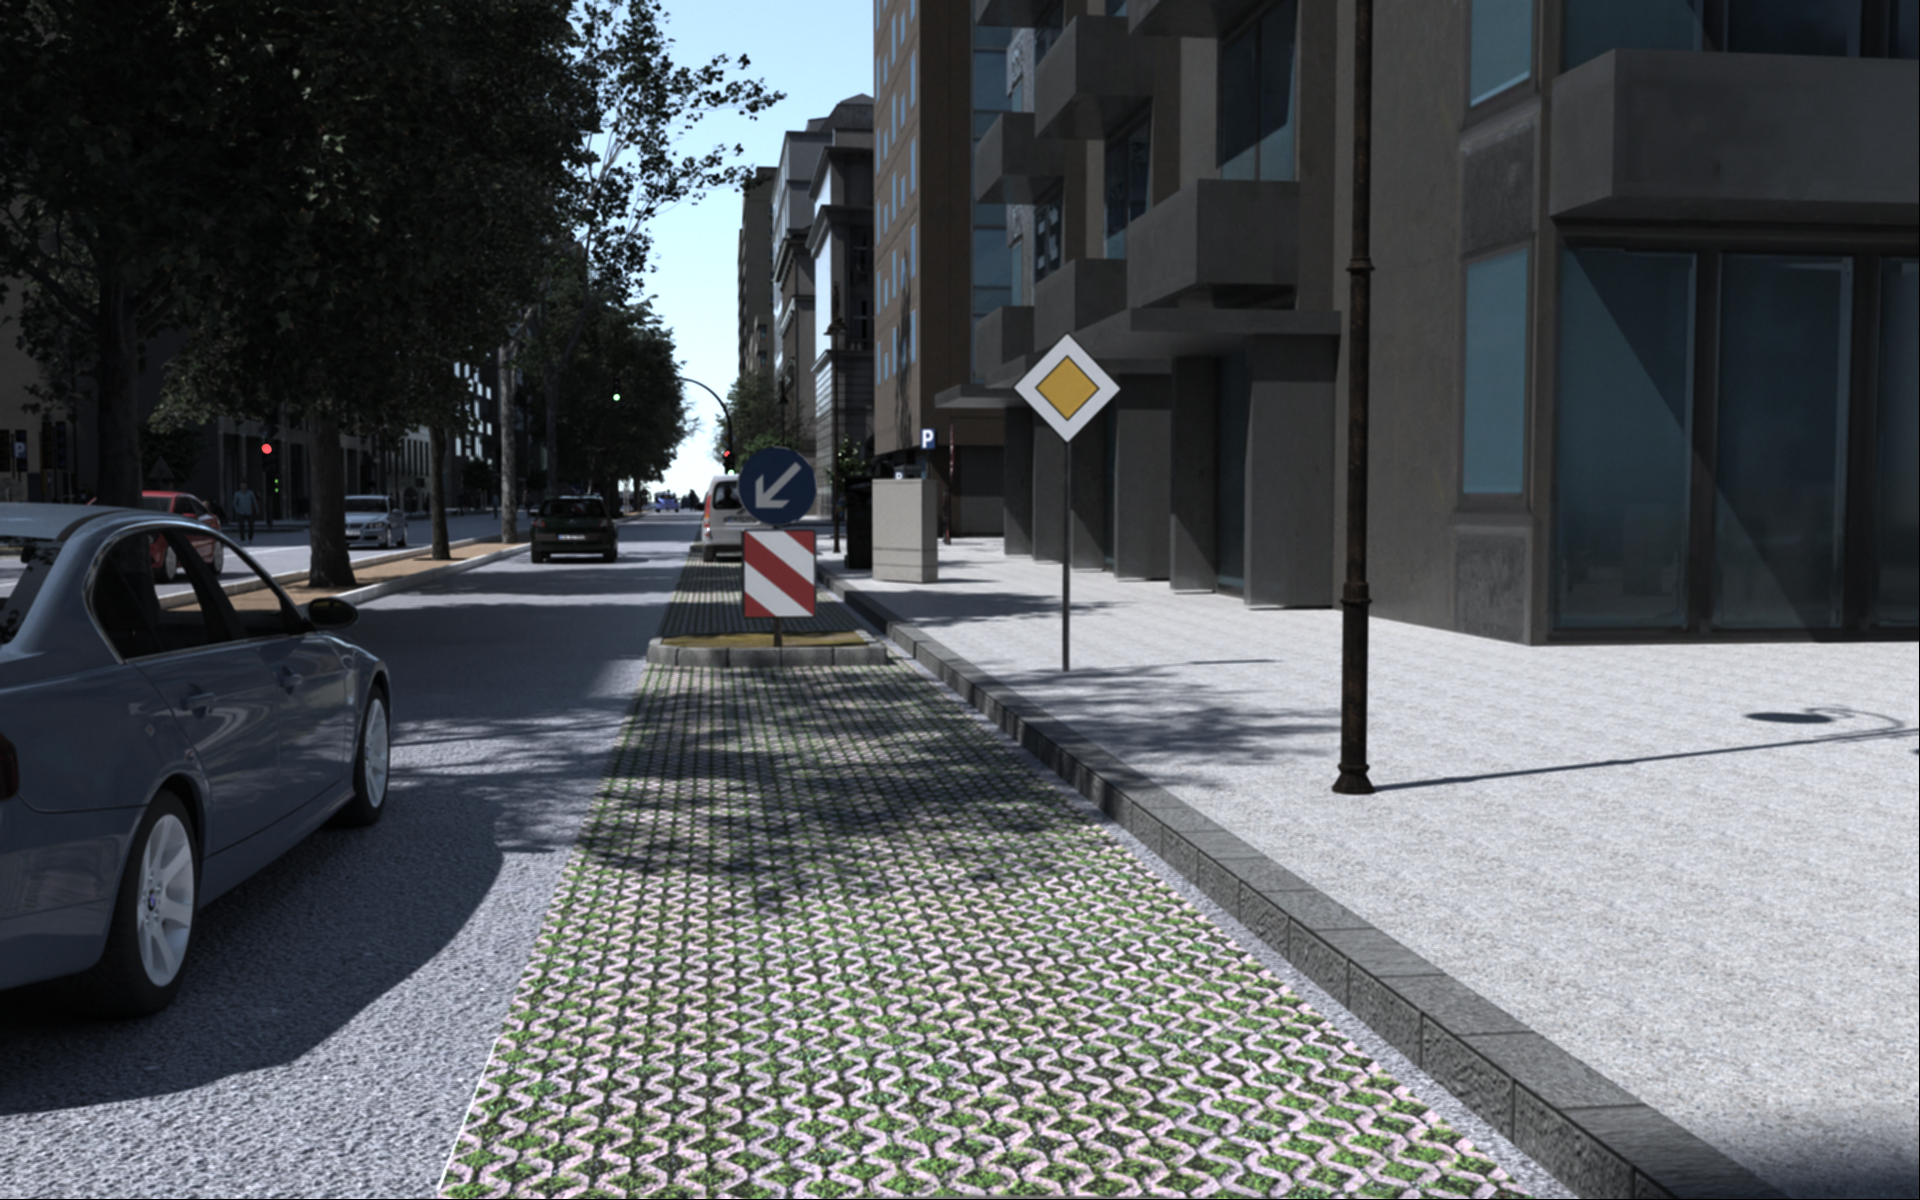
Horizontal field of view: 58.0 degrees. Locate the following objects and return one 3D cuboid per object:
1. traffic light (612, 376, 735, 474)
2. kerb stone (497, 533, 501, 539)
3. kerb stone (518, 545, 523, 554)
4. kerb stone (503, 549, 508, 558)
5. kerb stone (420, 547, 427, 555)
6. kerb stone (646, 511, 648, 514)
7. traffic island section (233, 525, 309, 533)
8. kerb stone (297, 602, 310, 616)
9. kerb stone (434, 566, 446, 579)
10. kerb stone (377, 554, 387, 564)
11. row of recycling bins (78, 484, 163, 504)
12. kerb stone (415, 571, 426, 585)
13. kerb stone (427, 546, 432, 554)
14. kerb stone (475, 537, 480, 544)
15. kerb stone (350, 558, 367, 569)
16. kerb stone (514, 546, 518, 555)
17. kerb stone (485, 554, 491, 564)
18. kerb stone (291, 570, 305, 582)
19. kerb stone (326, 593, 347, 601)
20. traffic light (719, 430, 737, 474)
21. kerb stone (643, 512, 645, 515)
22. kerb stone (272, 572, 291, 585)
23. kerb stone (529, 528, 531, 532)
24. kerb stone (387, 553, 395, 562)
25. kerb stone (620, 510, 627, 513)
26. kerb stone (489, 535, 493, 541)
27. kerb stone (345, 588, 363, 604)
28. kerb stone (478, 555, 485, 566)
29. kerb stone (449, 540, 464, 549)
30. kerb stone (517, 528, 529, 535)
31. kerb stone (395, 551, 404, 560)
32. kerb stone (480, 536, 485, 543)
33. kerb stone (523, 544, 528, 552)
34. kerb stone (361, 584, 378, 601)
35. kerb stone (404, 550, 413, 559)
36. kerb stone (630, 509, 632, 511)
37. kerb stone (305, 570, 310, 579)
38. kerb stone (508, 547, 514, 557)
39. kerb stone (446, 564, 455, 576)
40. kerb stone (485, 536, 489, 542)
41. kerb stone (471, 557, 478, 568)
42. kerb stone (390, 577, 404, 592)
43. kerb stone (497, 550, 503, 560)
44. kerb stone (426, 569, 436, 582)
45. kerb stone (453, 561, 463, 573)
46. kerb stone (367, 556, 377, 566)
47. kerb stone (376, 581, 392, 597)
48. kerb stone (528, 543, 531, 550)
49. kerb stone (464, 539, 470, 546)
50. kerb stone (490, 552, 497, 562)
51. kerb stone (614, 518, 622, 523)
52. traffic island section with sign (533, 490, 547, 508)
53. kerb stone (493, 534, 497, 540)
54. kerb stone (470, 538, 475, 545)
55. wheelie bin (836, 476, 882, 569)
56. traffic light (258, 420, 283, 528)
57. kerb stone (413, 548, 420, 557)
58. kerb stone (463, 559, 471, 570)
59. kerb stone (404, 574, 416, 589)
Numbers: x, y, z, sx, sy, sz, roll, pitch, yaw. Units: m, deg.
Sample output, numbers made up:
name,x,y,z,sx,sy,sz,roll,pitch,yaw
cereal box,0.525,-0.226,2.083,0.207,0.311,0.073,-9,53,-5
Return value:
name,x,y,z,sx,sy,sz,roll,pitch,yaw
traffic light,-11.051,-5.668,67.332,4.771,5.953,1.251,-1,4,-8
kerb stone,-14.665,-1.983,54.618,0.120,0.150,1.000,-1,4,-8
kerb stone,-10.702,-1.195,41.738,0.120,0.150,1.000,-1,4,-8
kerb stone,-10.267,-1.010,38.701,0.120,0.150,1.000,-1,4,-8
kerb stone,-12.639,-1.113,40.410,0.120,0.150,1.000,-1,4,-8
kerb stone,-21.970,-6.005,120.380,0.120,0.150,1.000,-1,4,-8
traffic island section,-26.070,-2.640,65.449,2.009,0.180,2.903,-1,4,-8
kerb stone,-7.640,0.109,20.414,0.120,0.150,1.000,-1,4,-8
kerb stone,-8.961,-0.451,29.567,0.120,0.150,1.000,-1,4,-8
kerb stone,-11.899,-0.803,35.327,0.120,0.150,1.000,-1,4,-8
row of recycling bins,-35.264,-3.999,72.492,3.534,1.692,1.069,-3,4,-37
kerb stone,-8.674,-0.327,27.540,0.120,0.150,1.000,-1,4,-8
kerb stone,-12.778,-1.176,41.429,0.120,0.150,1.000,-1,4,-8
kerb stone,-13.942,-1.673,49.552,0.120,0.150,1.000,-1,4,-8
kerb stone,-11.608,-0.677,33.291,0.120,0.150,1.000,-1,4,-8
kerb stone,-10.563,-1.128,40.725,0.120,0.150,1.000,-1,4,-8
kerb stone,-9.832,-0.823,35.653,0.120,0.150,1.000,-1,4,-8
kerb stone,-10.895,-0.368,28.223,0.120,0.150,1.000,-1,4,-8
kerb stone,-7.792,0.047,21.434,0.120,0.150,1.000,-1,4,-8
traffic light,-10.126,-5.306,75.673,0.839,4.253,0.868,-1,4,-8
kerb stone,-21.234,-5.694,115.305,0.120,0.150,1.000,-1,4,-8
kerb stone,-10.744,-0.307,27.212,0.120,0.150,1.000,-1,4,-8
kerb stone,-15.983,-2.537,63.755,0.120,0.150,1.000,-1,4,-8
kerb stone,-12.057,-0.865,36.346,0.120,0.150,1.000,-1,4,-8
kerb stone,-26.087,-6.858,134.316,0.120,0.150,1.000,-1,4,-8
kerb stone,-14.387,-1.859,52.592,0.120,0.150,1.000,-1,4,-8
kerb stone,-7.941,-0.016,22.450,0.120,0.150,1.000,-1,4,-8
kerb stone,-9.680,-0.761,34.642,0.120,0.150,1.000,-1,4,-8
kerb stone,-13.510,-1.482,46.509,0.120,0.150,1.000,-1,4,-8
kerb stone,-15.835,-2.480,62.739,0.120,0.150,1.000,-1,4,-8
kerb stone,-12.197,-0.921,37.359,0.120,0.150,1.000,-1,4,-8
kerb stone,-14.084,-1.735,50.570,0.120,0.150,1.000,-1,4,-8
kerb stone,-10.845,-1.257,42.753,0.120,0.150,1.000,-1,4,-8
kerb stone,-8.087,-0.077,23.475,0.120,0.150,1.000,-1,4,-8
kerb stone,-12.333,-0.990,38.378,0.120,0.150,1.000,-1,4,-8
kerb stone,-27.548,-7.478,144.467,0.120,0.150,1.000,-1,4,-8
kerb stone,-11.036,-0.419,29.237,0.120,0.150,1.000,-1,4,-8
kerb stone,-10.410,-1.071,39.714,0.120,0.150,1.000,-1,4,-8
kerb stone,-9.102,-0.507,30.583,0.120,0.150,1.000,-1,4,-8
kerb stone,-14.240,-1.797,51.580,0.120,0.150,1.000,-1,4,-8
kerb stone,-9.545,-0.699,33.628,0.120,0.150,1.000,-1,4,-8
kerb stone,-8.375,-0.202,25.503,0.120,0.150,1.000,-1,4,-8
kerb stone,-10.125,-0.947,37.683,0.120,0.150,1.000,-1,4,-8
kerb stone,-8.823,-0.389,28.551,0.120,0.150,1.000,-1,4,-8
kerb stone,-9.248,-0.575,31.600,0.120,0.150,1.000,-1,4,-8
kerb stone,-11.762,-0.741,34.308,0.120,0.150,1.000,-1,4,-8
kerb stone,-8.229,-0.140,24.488,0.120,0.150,1.000,-1,4,-8
kerb stone,-10.991,-1.316,43.765,0.120,0.150,1.000,-1,4,-8
kerb stone,-13.654,-1.547,47.520,0.120,0.150,1.000,-1,4,-8
kerb stone,-9.981,-0.880,36.664,0.120,0.150,1.000,-1,4,-8
kerb stone,-17.173,-3.951,86.887,0.120,0.150,1.000,-1,4,-8
traffic island section with sign,-41.362,-9.999,172.105,1.989,1.847,2.006,-1,4,-8
kerb stone,-14.525,-1.920,53.605,0.120,0.150,1.000,-1,4,-8
kerb stone,-13.805,-1.607,48.538,0.120,0.150,1.000,-1,4,-8
wheelie bin,-1.633,-1.339,29.798,0.980,1.594,0.693,0,4,-6
traffic light,-26.029,-4.673,65.320,0.839,4.253,0.868,-1,4,-8
kerb stone,-12.487,-1.052,39.394,0.120,0.150,1.000,-1,4,-8
kerb stone,-9.391,-0.637,32.612,0.120,0.150,1.000,-1,4,-8
kerb stone,-8.522,-0.262,26.529,0.120,0.150,1.000,-1,4,-8
